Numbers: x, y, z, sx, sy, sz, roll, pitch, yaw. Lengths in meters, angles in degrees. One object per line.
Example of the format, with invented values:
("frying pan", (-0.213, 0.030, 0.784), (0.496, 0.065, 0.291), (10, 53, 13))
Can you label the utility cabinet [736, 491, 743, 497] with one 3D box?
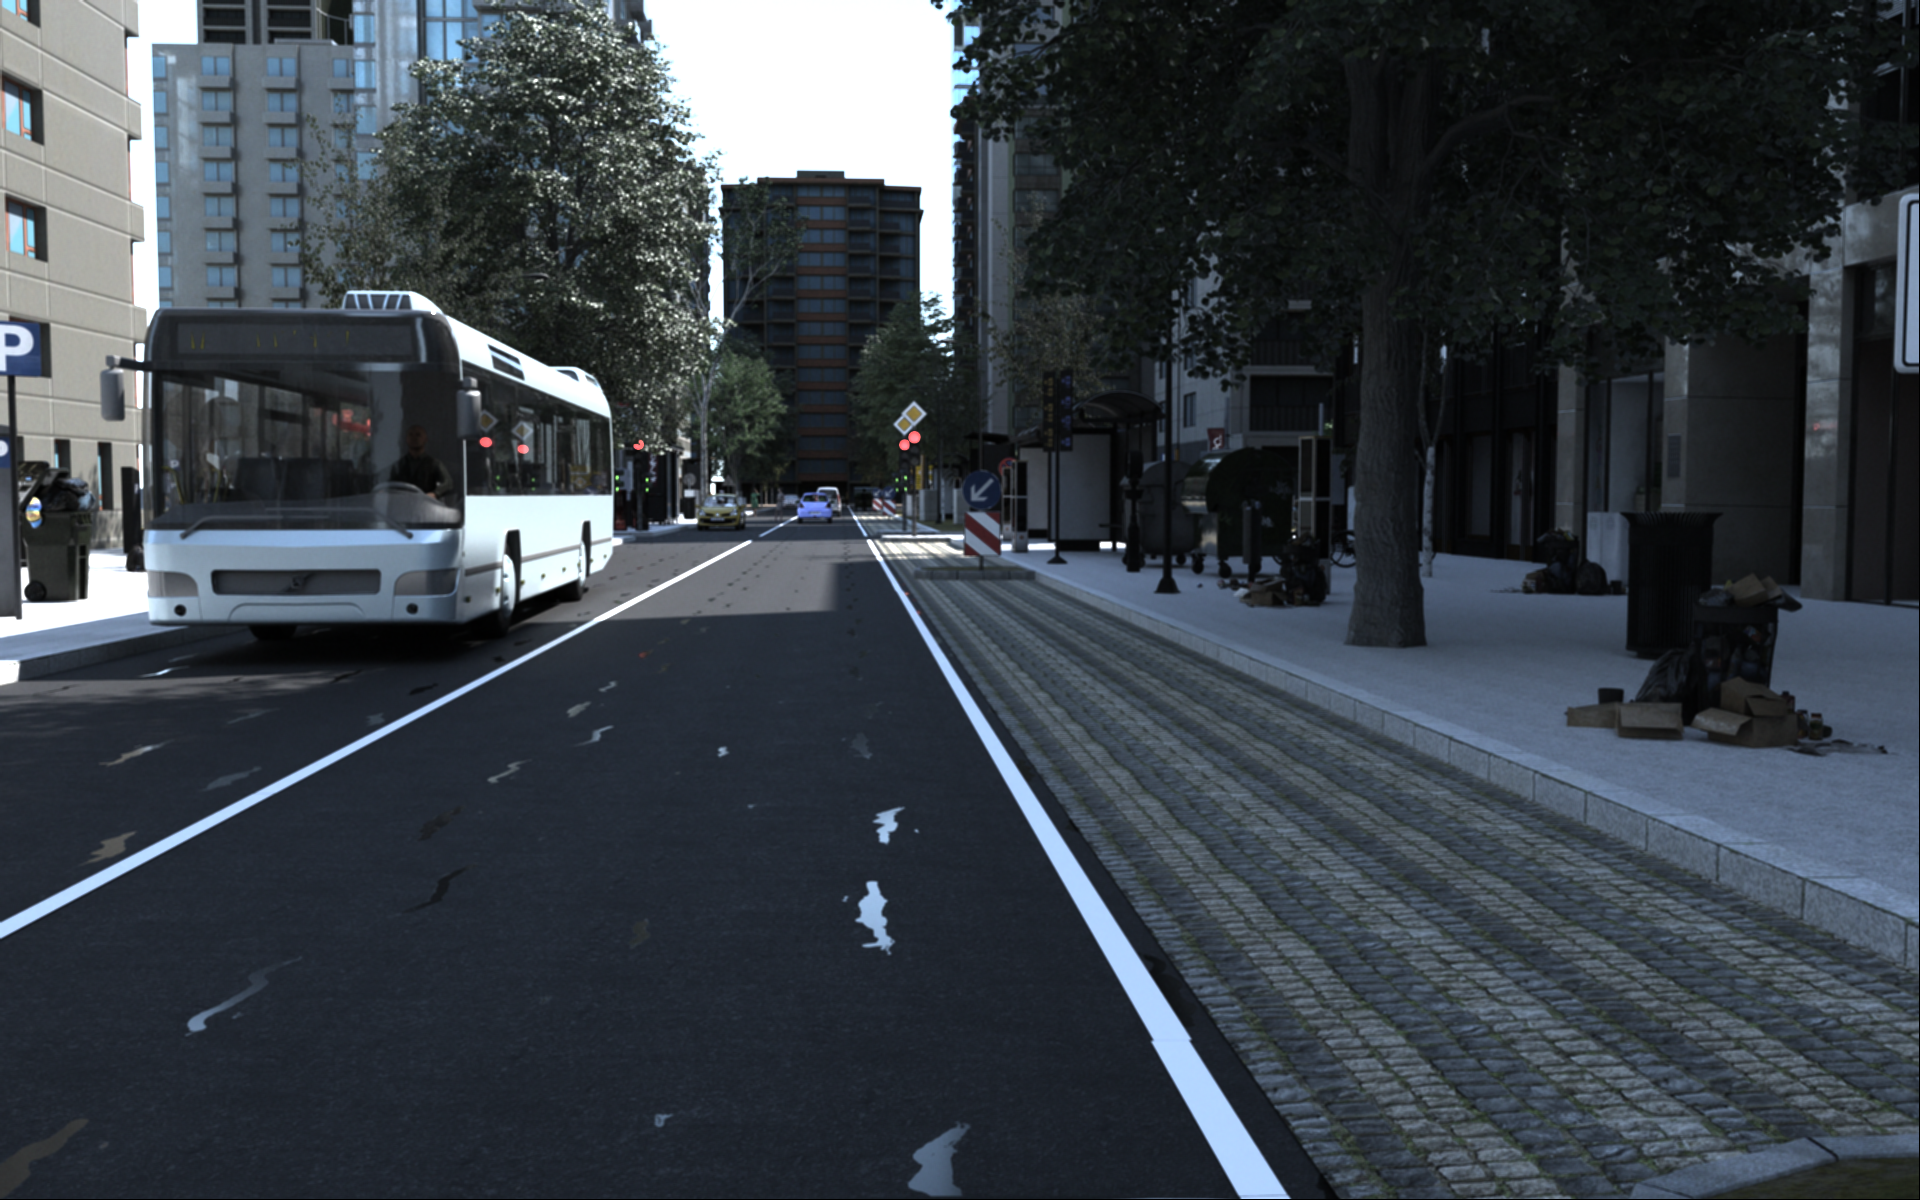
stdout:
("utility cabinet", (-16.878, -7.535, 131.880), (0.318, 1.500, 1.173), (1, 4, 10))

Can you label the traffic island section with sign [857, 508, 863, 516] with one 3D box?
("traffic island section with sign", (-5.481, -6.332, 112.157), (1.989, 1.847, 2.006), (0, 4, -4))

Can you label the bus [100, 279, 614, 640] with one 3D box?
("bus", (-6.003, -1.534, 19.946), (2.948, 3.499, 13.247), (0, 4, -5))

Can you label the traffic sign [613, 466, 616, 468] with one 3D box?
("traffic sign", (-13.478, -4.038, 66.132), (0.768, 2.556, 0.104), (0, 4, 0))

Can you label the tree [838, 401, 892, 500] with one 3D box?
("tree", (-9.059, -18.286, 209.338), (12.009, 13.543, 11.850), (0, 3, 0))

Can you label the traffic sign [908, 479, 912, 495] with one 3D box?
("traffic sign", (-3.180, -6.570, 107.529), (0.768, 2.556, 0.104), (0, 4, 3))

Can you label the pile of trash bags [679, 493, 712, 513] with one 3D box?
("pile of trash bags", (-18.230, -6.705, 119.384), (3.447, 1.369, 1.912), (3, 5, 39))

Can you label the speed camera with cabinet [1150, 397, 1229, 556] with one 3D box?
("speed camera with cabinet", (4.845, -2.538, 35.835), (0.660, 3.252, 2.038), (-3, 5, -43))

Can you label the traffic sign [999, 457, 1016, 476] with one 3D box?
("traffic sign", (1.722, -3.667, 60.060), (0.768, 2.556, 0.104), (0, 4, 4))

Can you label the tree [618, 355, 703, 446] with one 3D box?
("tree", (-14.054, -8.010, 81.326), (4.360, 8.622, 3.978), (0, 3, 0))

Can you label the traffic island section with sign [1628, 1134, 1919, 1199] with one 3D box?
("traffic island section with sign", (2.068, 0.379, 2.436), (1.989, 1.847, 2.006), (0, 4, -4))

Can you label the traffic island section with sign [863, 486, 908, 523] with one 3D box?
("traffic island section with sign", (-3.596, -4.658, 84.788), (1.989, 1.847, 2.006), (0, 4, -4))

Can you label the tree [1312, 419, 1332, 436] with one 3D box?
("tree", (14.559, -5.002, 65.497), (4.285, 4.588, 4.351), (0, 3, 0))

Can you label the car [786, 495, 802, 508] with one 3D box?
("car", (-16.879, -10.039, 176.720), (1.945, 1.354, 3.894), (0, 4, -4))

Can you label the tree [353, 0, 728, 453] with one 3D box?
("tree", (-10.363, -8.375, 43.588), (9.857, 13.997, 8.962), (0, 3, 0))

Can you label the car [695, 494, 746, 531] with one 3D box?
("car", (-9.540, -3.613, 69.289), (2.015, 1.641, 3.980), (0, 4, -3))

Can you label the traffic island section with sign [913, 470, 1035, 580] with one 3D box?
("traffic island section with sign", (0.205, -1.281, 29.567), (1.989, 1.847, 2.006), (0, 4, -4))

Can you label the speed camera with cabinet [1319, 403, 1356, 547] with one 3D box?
("speed camera with cabinet", (8.499, -2.638, 37.460), (2.038, 3.252, 0.660), (3, 5, 44))

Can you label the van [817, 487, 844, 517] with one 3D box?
("van", (-8.342, -6.259, 109.344), (2.013, 2.044, 4.112), (0, 4, -4))

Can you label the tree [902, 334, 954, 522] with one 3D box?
("tree", (-0.539, -7.965, 80.585), (4.360, 8.622, 3.978), (0, 3, 0))

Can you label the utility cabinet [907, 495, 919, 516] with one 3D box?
("utility cabinet", (-2.740, -5.489, 100.902), (0.306, 1.237, 1.020), (-2, 4, -35))

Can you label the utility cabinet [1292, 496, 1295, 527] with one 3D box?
("utility cabinet", (12.776, -3.498, 68.352), (0.306, 1.237, 1.020), (-2, 4, -25))

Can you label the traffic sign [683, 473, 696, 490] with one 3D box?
("traffic sign", (-16.549, -6.479, 106.039), (0.768, 2.556, 0.104), (0, 4, -3))

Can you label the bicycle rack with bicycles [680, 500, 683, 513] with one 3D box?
("bicycle rack with bicycles", (-18.541, -6.270, 115.893), (2.925, 0.926, 2.852), (2, 4, 35))

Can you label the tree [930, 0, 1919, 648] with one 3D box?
("tree", (3.745, -6.586, 14.343), (9.857, 13.997, 8.962), (0, 3, 0))

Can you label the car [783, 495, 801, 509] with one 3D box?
("car", (-16.592, -9.642, 170.016), (2.083, 1.381, 4.827), (0, 4, -4))

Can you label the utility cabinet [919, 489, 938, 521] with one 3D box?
("utility cabinet", (-1.469, -4.473, 81.815), (0.318, 1.500, 1.173), (2, 4, 32))

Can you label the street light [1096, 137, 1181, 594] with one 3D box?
("street light", (2.152, -3.042, 22.285), (1.470, 5.913, 1.316), (0, 4, -4))

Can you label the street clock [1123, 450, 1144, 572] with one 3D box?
("street clock", (2.857, -1.464, 28.504), (0.358, 2.002, 0.471), (0, 4, -6))

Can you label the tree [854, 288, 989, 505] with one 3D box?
("tree", (-2.296, -10.888, 96.139), (7.486, 12.596, 7.792), (0, 3, 0))

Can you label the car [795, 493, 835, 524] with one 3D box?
("car", (-7.152, -4.635, 85.371), (1.945, 1.707, 3.694), (0, 4, -5))

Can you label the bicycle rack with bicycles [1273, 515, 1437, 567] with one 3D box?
("bicycle rack with bicycles", (7.058, -1.085, 31.119), (2.925, 0.926, 2.852), (1, 4, 9))

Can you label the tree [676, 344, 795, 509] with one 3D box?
("tree", (-15.854, -11.893, 120.214), (9.928, 11.665, 9.643), (0, 3, 0))

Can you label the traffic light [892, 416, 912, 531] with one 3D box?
("traffic light", (-1.949, -4.355, 60.130), (0.839, 4.253, 0.868), (0, 4, -4))

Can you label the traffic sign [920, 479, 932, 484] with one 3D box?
("traffic sign", (-2.138, -6.646, 109.852), (0.795, 2.450, 0.064), (0, 4, 2))

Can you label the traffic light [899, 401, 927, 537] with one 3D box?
("traffic light", (-1.401, -3.868, 52.164), (0.839, 4.253, 0.868), (0, 4, -4))

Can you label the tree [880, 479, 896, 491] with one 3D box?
("tree", (-8.010, -11.997, 190.753), (1.663, 3.219, 1.824), (0, 3, 0))

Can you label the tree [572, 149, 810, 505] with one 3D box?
("tree", (-15.461, -14.613, 94.803), (12.611, 20.169, 13.585), (0, 3, 0))

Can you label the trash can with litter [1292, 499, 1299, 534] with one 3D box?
("trash can with litter", (8.760, -1.944, 43.169), (1.055, 1.170, 0.624), (-2, 4, -31))

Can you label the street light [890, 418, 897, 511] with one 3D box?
("street light", (-3.555, -8.075, 104.567), (1.470, 5.913, 1.316), (0, 4, -4))

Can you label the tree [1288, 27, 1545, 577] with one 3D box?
("tree", (7.211, -4.677, 26.838), (4.360, 8.622, 3.978), (0, 3, 0))

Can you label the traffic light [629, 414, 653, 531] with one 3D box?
("traffic light", (-10.988, -4.316, 59.495), (0.839, 4.253, 0.868), (0, 4, -4))

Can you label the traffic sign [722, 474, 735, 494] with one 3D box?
("traffic sign", (-15.097, -6.906, 112.922), (0.884, 2.594, 0.081), (0, 4, -2))

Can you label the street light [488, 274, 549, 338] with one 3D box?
("street light", (-9.362, -3.919, 36.610), (1.470, 5.913, 1.316), (0, 4, -4))

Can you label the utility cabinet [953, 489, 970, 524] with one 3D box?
("utility cabinet", (0.299, -3.921, 72.791), (1.173, 1.500, 0.318), (-2, 4, -31))

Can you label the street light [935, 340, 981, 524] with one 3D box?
("street light", (0.062, -4.875, 52.251), (1.470, 5.913, 1.316), (0, 4, -4))

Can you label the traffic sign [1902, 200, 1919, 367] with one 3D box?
("traffic sign", (3.511, -0.235, 5.974), (0.606, 2.300, 0.079), (0, 4, 5))

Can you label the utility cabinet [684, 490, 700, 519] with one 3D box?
("utility cabinet", (-13.717, -4.893, 88.676), (0.318, 1.500, 1.173), (-2, 4, -34))

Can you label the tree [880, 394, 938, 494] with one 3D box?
("tree", (-3.574, -10.171, 116.662), (4.737, 8.622, 4.395), (0, 3, 0))

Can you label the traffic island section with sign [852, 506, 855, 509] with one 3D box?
("traffic island section with sign", (-8.885, -9.366, 161.763), (1.989, 1.847, 2.006), (0, 4, -4))

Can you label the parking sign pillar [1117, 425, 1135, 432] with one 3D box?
("parking sign pillar", (5.180, -3.890, 52.076), (1.447, 3.967, 1.447), (2, 4, 29))

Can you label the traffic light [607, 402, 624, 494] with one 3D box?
("traffic light", (-10.440, -3.829, 51.528), (0.839, 4.253, 0.868), (0, 4, -4))

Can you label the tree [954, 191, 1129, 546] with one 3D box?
("tree", (2.343, -5.609, 42.067), (4.360, 8.622, 3.978), (0, 3, 0))

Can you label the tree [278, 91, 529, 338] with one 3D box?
("tree", (-10.568, -5.018, 32.407), (4.360, 8.622, 3.978), (0, 3, 0))

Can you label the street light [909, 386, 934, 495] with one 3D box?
("street light", (-1.460, -6.242, 74.601), (1.470, 5.913, 1.316), (0, 4, -4))

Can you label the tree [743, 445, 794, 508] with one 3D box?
("tree", (-21.799, -15.042, 196.294), (4.737, 8.622, 4.395), (0, 3, 0))

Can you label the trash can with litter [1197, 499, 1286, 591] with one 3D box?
("trash can with litter", (4.098, -0.777, 23.769), (1.678, 1.210, 2.233), (0, 4, 7))

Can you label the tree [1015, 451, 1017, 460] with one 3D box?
("tree", (2.913, -7.578, 107.612), (4.285, 4.588, 4.351), (0, 3, 0))

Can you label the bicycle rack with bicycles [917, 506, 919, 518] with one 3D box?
("bicycle rack with bicycles", (-1.107, -4.866, 92.947), (2.925, 0.926, 2.852), (-2, 4, -32))

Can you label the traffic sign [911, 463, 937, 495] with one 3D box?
("traffic sign", (-2.293, -7.119, 110.272), (2.265, 3.308, 0.079), (0, 4, 3))
